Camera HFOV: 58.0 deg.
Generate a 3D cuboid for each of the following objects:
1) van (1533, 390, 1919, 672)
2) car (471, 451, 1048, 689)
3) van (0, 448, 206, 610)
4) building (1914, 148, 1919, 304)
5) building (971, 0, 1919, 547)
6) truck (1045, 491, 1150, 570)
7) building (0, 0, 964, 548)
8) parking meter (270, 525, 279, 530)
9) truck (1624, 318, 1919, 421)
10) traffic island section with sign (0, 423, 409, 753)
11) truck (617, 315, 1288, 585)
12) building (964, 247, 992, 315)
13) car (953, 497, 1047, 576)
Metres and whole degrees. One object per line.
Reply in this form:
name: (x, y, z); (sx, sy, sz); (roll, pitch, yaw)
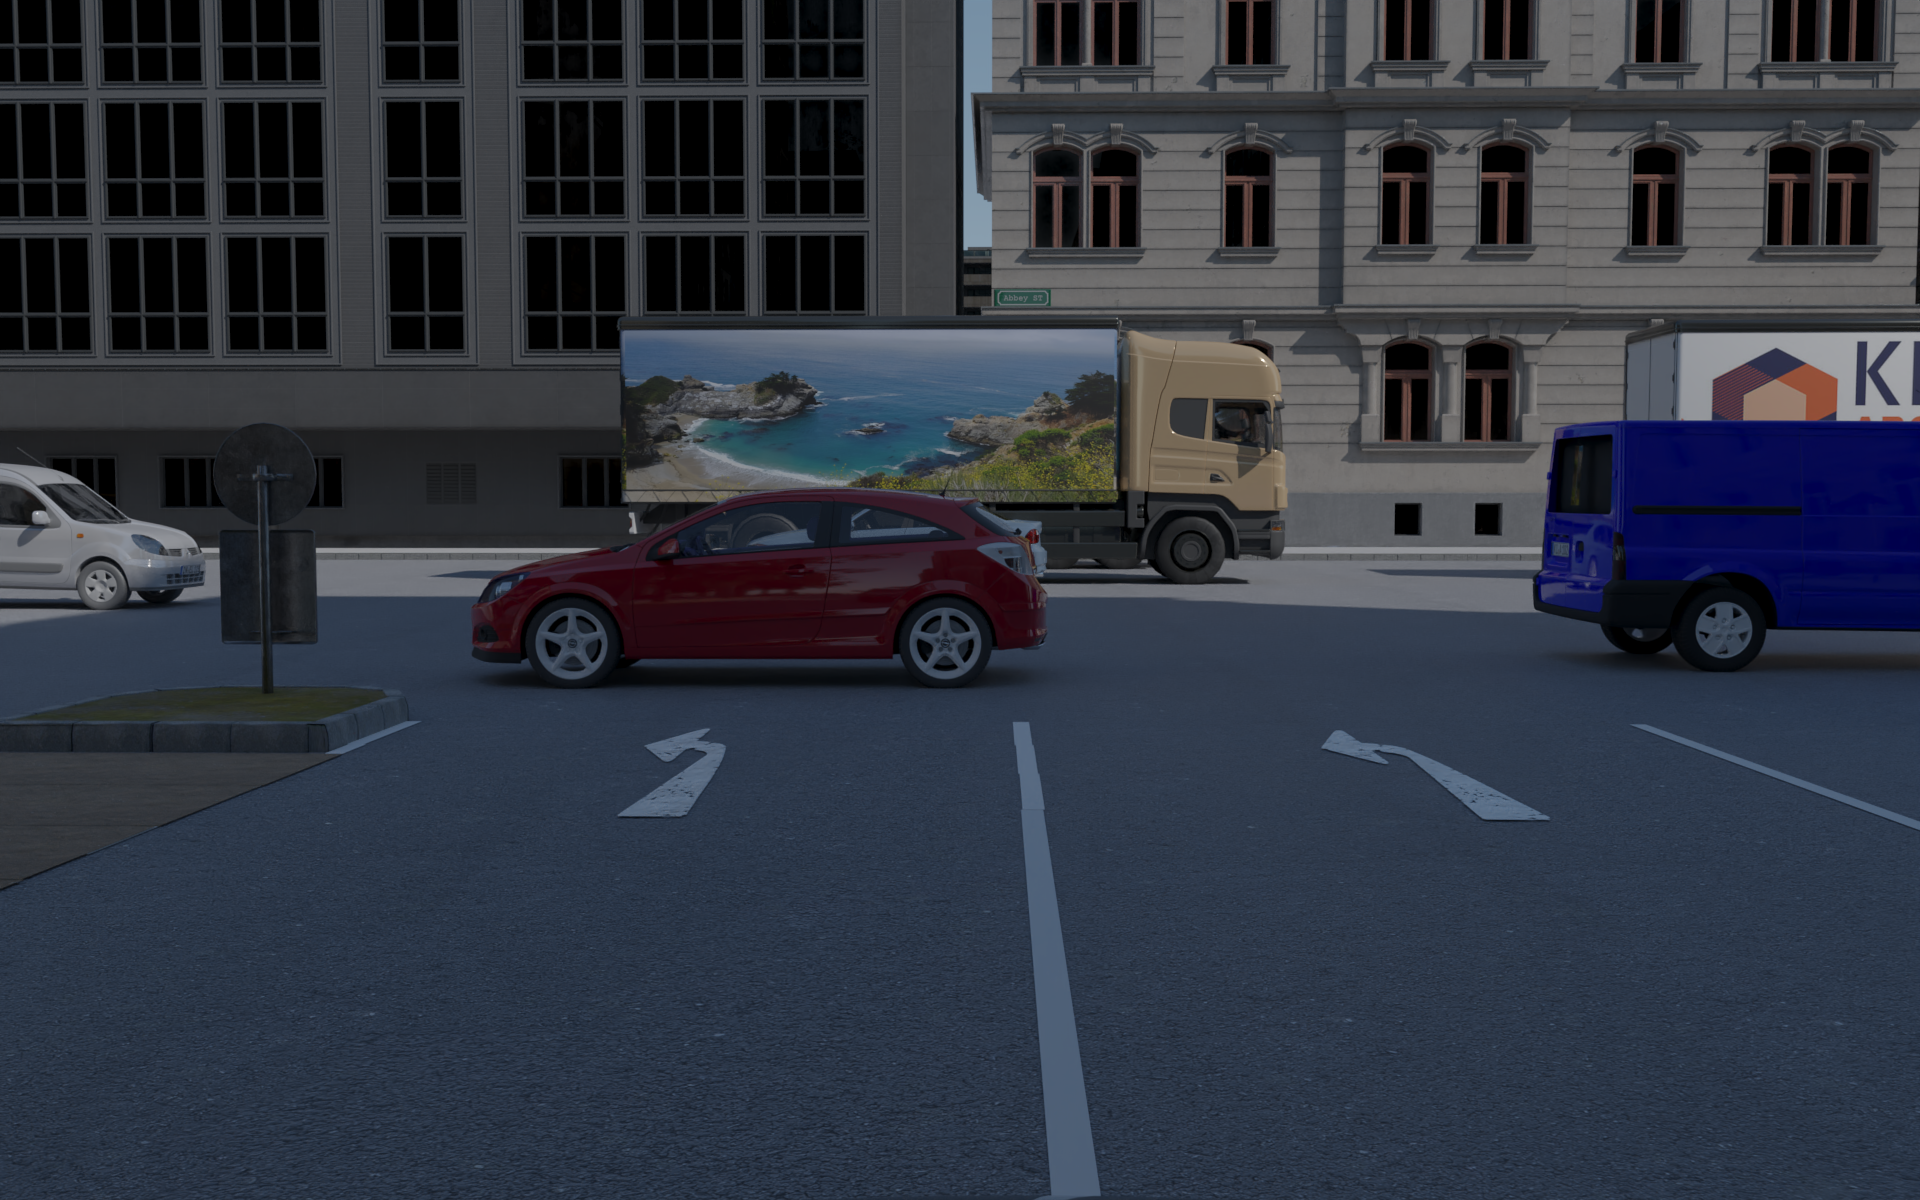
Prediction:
van: (7.770, -0.634, 14.757); (5.245, 2.365, 2.240); (0, 4, 0)
car: (-1.557, -0.276, 13.549); (4.494, 1.783, 2.155); (0, 4, 0)
van: (-11.855, -0.924, 22.121); (4.112, 2.044, 2.013); (0, 4, 1)
building: (41.015, -13.838, 45.330); (34.723, 24.649, 14.460); (0, 4, 1)
building: (11.911, -15.888, 47.153); (23.554, 28.519, 14.401); (0, 4, 1)
truck: (-0.254, -2.749, 33.863); (11.283, 4.237, 2.839); (0, 4, -1)
building: (-11.911, -15.420, 45.621); (24.014, 27.812, 14.314); (0, 4, 1)
parking meter: (-15.436, -1.856, 38.756); (0.372, 1.533, 0.369); (0, 3, 0)
truck: (17.125, -2.440, 28.802); (11.283, 4.237, 2.839); (0, 4, 3)
traffic island section with sign: (-4.482, -0.148, 10.551); (2.006, 1.907, 1.989); (0, 4, 1)
truck: (0.256, -2.416, 28.417); (11.283, 4.237, 2.839); (0, 4, 1)
building: (3.263, -26.517, 205.255); (14.107, 30.474, 14.160); (0, 4, 1)
car: (-0.970, -0.828, 25.542); (4.499, 1.417, 2.014); (0, 4, 2)
